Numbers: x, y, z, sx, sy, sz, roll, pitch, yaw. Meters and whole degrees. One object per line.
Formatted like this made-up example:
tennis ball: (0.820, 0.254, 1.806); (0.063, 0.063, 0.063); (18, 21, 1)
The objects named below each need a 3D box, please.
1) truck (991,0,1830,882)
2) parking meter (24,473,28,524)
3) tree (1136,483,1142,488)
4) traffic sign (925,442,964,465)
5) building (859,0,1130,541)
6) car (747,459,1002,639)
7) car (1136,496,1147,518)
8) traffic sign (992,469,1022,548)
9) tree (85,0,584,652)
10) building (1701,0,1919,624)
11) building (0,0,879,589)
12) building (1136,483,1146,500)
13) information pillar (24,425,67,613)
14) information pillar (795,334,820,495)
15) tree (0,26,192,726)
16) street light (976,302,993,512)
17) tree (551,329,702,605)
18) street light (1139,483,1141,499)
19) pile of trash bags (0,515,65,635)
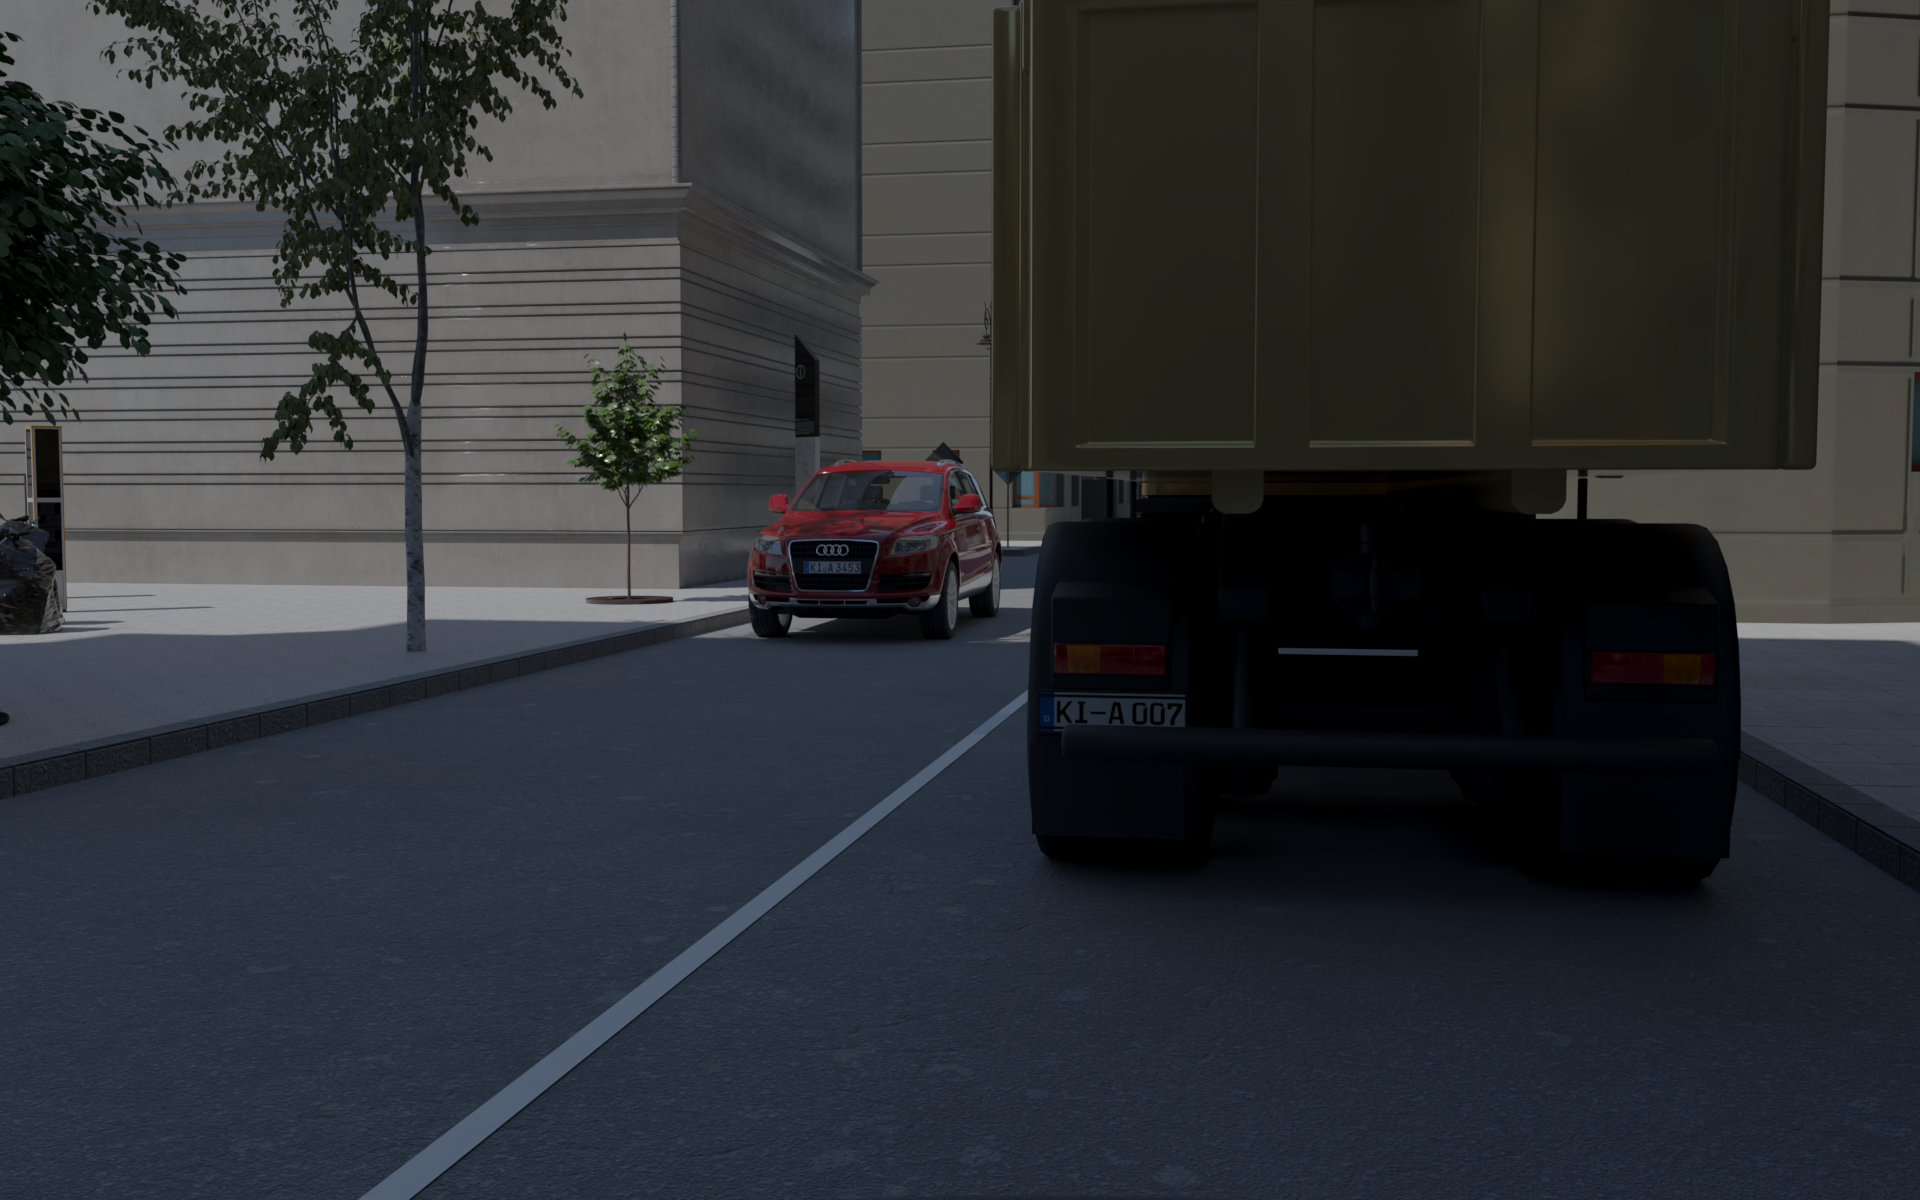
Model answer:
truck: (2.181, -0.871, 10.158); (3.469, 3.379, 9.791); (1, 4, 10)
parking meter: (-11.244, -0.785, 21.241); (0.372, 1.533, 0.369); (0, 3, 0)
tree: (8.123, -7.926, 79.954); (4.737, 8.622, 4.395); (0, 3, 0)
traffic sign: (-0.326, -1.823, 33.450); (0.795, 2.450, 0.064); (1, 4, 11)
building: (-8.590, -13.353, 63.368); (27.650, 21.520, 28.899); (1, 4, 11)
car: (-0.794, -0.625, 18.899); (2.281, 1.827, 5.304); (1, 4, 9)
car: (7.545, -3.243, 65.033); (2.014, 1.417, 4.499); (1, 4, 9)
traffic sign: (1.149, -2.303, 41.298); (0.795, 2.450, 0.064); (1, 4, 11)
tree: (-4.685, -3.886, 13.900); (4.737, 8.622, 4.395); (0, 3, 0)
building: (18.427, -10.029, 9.020); (27.650, 21.520, 28.899); (1, 4, 11)
building: (-12.432, -11.812, 29.285); (21.152, 22.565, 11.583); (1, 4, 11)
building: (0.171, -33.989, 97.722); (21.231, 58.520, 28.212); (1, 4, 11)
information pillar: (-9.869, -0.869, 18.703); (0.304, 2.012, 0.304); (-3, 5, -40)
information pillar: (-2.233, -2.074, 25.259); (0.183, 3.616, 0.504); (-3, 5, -43)
tree: (-6.091, -1.566, 9.313); (4.285, 4.588, 4.351); (0, 3, 0)
street light: (0.749, -4.207, 41.575); (0.468, 5.910, 1.993); (1, 4, 11)
tree: (-4.023, -1.576, 20.370); (1.663, 3.219, 1.824); (0, 3, 0)
street light: (8.696, -6.775, 83.556); (0.468, 5.910, 1.993); (1, 4, 11)
pile of trash bags: (-10.176, -0.392, 16.160); (3.447, 1.369, 1.912); (-1, 4, -13)
